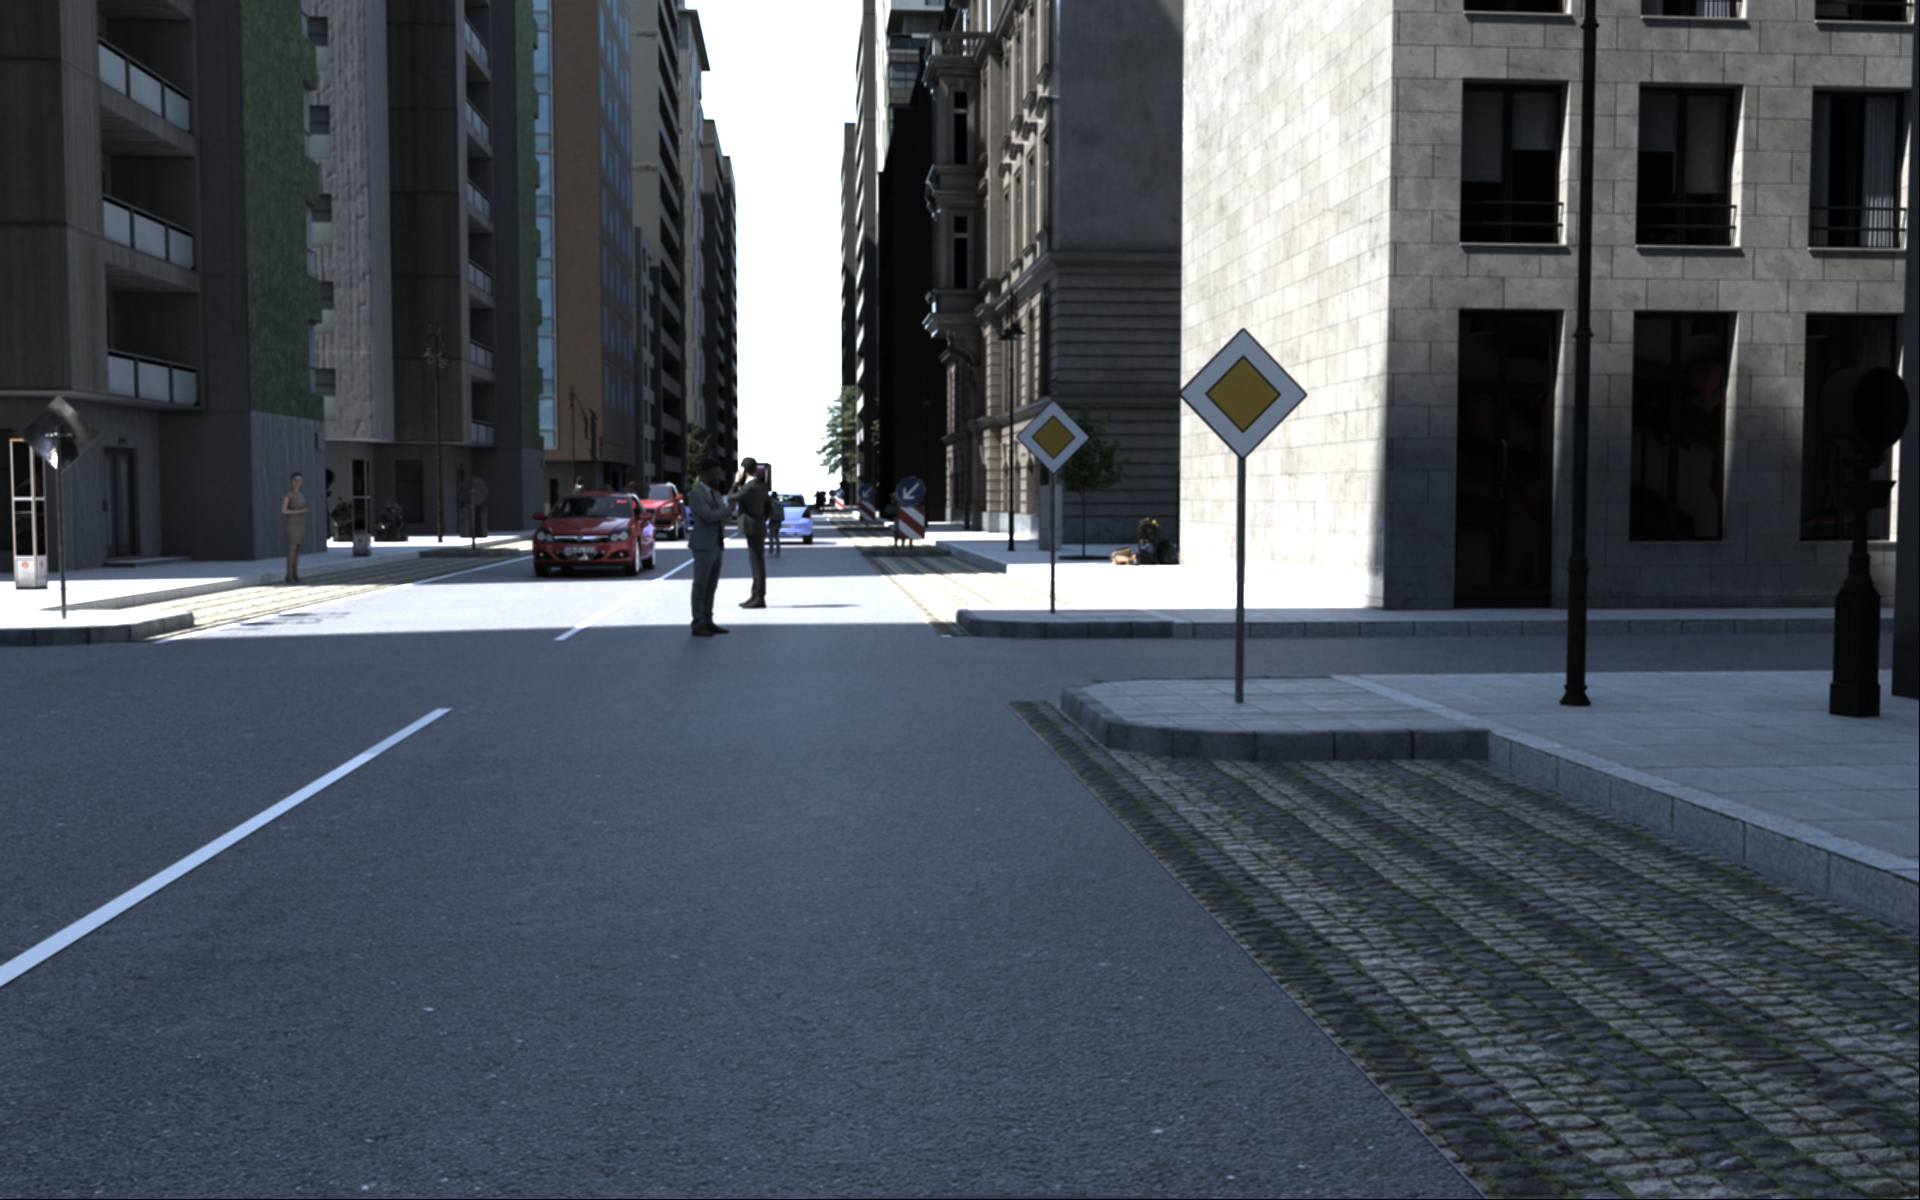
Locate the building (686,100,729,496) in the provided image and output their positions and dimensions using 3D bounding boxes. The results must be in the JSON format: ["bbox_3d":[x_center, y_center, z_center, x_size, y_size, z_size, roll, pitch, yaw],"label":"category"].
[{"bbox_3d":[-40.163,-36.032,212.830,21.300,48.544,21.600,0,4,-5],"label":"building"}]

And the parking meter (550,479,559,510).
[{"bbox_3d":[-15.623,-3.732,66.724,0.255,1.863,0.399,0,4,2],"label":"parking meter"}]

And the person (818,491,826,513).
[{"bbox_3d":[-10.527,-7.494,131.941,0.541,1.710,0.530,3,5,44],"label":"person"}]

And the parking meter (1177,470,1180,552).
[{"bbox_3d":[4.950,-1.982,38.112,0.255,1.863,0.399,2,4,26],"label":"parking meter"}]

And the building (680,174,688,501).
[{"bbox_3d":[-31.108,-23.080,149.060,14.160,30.474,14.107,0,4,-5],"label":"building"}]

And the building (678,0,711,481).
[{"bbox_3d":[-41.827,-36.587,187.430,28.713,52.752,27.495,0,4,-5],"label":"building"}]

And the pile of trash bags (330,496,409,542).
[{"bbox_3d":[-16.614,-2.266,46.801,3.447,1.369,1.912,0,4,1],"label":"pile of trash bags"}]

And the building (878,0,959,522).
[{"bbox_3d":[2.444,-15.694,86.282,12.332,23.373,15.834,0,4,-5],"label":"building"}]

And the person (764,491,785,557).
[{"bbox_3d":[-4.237,-1.737,39.501,0.523,1.515,0.503,0,4,0],"label":"person"}]

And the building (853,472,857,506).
[{"bbox_3d":[-1.819,-46.272,194.795,20.563,71.187,20.611,0,4,-5],"label":"building"}]

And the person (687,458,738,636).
[{"bbox_3d":[-2.503,-0.546,17.605,0.466,1.800,0.511,0,4,7],"label":"person"}]

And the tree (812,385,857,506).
[{"bbox_3d":[-11.555,-16.067,180.828,7.486,12.596,7.792,0,3,0],"label":"tree"}]

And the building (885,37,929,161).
[{"bbox_3d":[2.018,-20.945,114.159,14.160,30.474,14.107,0,4,-5],"label":"building"}]

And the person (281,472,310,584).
[{"bbox_3d":[-10.636,-1.157,27.757,0.374,1.781,0.599,1,4,12],"label":"person"}]

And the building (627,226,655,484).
[{"bbox_3d":[-33.855,-15.928,105.466,27.650,21.520,28.899,0,4,-5],"label":"building"}]

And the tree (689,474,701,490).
[{"bbox_3d":[-25.498,-10.649,168.714,1.663,3.219,1.824,0,3,0],"label":"tree"}]

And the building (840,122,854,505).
[{"bbox_3d":[-3.999,-36.254,216.455,21.300,48.544,21.600,0,4,-5],"label":"building"}]

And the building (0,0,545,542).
[{"bbox_3d":[-21.909,-22.787,56.159,14.154,41.232,14.086,0,4,-5],"label":"building"}]

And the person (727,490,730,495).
[{"bbox_3d":[-21.095,-9.216,159.166,1.348,1.826,0.705,-1,4,-11],"label":"person"}]

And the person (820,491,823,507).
[{"bbox_3d":[-15.642,-11.415,195.162,0.705,1.821,1.348,-1,4,-9],"label":"person"}]

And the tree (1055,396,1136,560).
[{"bbox_3d":[2.355,-2.410,34.008,1.663,3.219,1.824,0,3,0],"label":"tree"}]

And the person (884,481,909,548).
[{"bbox_3d":[-1.566,-2.137,43.801,0.716,1.782,0.532,0,4,-1],"label":"person"}]

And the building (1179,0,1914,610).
[{"bbox_3d":[12.574,-10.376,24.398,16.860,20.320,10.420,0,4,-5],"label":"building"}]

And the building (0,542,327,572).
[{"bbox_3d":[-20.383,-21.166,29.661,14.154,41.232,14.086,0,4,-5],"label":"building"}]

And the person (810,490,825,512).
[{"bbox_3d":[-11.198,-7.768,136.230,1.217,1.743,0.721,1,4,14],"label":"person"}]

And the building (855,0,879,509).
[{"bbox_3d":[1.430,-32.740,159.004,21.300,48.544,21.600,0,4,-5],"label":"building"}]

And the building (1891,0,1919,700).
[{"bbox_3d":[17.504,-23.021,0.102,21.300,48.544,21.600,0,4,-5],"label":"building"}]

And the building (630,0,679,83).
[{"bbox_3d":[-32.522,-30.970,130.068,21.300,48.544,21.600,0,4,-5],"label":"building"}]

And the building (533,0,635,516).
[{"bbox_3d":[-22.554,-26.181,78.169,14.600,45.320,14.200,0,4,-5],"label":"building"}]

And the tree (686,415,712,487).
[{"bbox_3d":[-25.411,-12.978,162.548,4.737,8.622,4.395,0,3,0],"label":"tree"}]

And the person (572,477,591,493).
[{"bbox_3d":[-10.335,-2.418,47.403,0.474,1.900,0.648,3,5,43],"label":"person"}]

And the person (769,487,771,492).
[{"bbox_3d":[-10.657,-5.395,96.665,1.348,1.831,0.705,2,4,34],"label":"person"}]

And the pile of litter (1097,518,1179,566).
[{"bbox_3d":[3.260,-1.069,31.441,1.719,0.858,1.176,-1,4,-9],"label":"pile of litter"}]

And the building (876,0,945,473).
[{"bbox_3d":[7.431,-33.369,134.817,28.713,52.752,27.495,0,4,-5],"label":"building"}]

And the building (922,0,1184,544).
[{"bbox_3d":[6.019,-14.783,60.786,14.460,24.649,34.723,0,4,-5],"label":"building"}]

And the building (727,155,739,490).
[{"bbox_3d":[-41.223,-37.362,234.572,21.300,48.544,21.600,0,4,-5],"label":"building"}]

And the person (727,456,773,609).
[{"bbox_3d":[-2.648,-0.850,21.766,0.474,1.900,0.648,1,4,10],"label":"person"}]

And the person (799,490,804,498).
[{"bbox_3d":[-14.477,-9.036,156.255,1.348,1.821,0.705,3,5,43],"label":"person"}]

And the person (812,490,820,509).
[{"bbox_3d":[-13.342,-9.436,162.872,1.348,1.812,0.705,-2,4,-35],"label":"person"}]

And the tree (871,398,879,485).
[{"bbox_3d":[-3.504,-9.324,102.815,4.737,8.622,4.395,0,3,0],"label":"tree"}]
